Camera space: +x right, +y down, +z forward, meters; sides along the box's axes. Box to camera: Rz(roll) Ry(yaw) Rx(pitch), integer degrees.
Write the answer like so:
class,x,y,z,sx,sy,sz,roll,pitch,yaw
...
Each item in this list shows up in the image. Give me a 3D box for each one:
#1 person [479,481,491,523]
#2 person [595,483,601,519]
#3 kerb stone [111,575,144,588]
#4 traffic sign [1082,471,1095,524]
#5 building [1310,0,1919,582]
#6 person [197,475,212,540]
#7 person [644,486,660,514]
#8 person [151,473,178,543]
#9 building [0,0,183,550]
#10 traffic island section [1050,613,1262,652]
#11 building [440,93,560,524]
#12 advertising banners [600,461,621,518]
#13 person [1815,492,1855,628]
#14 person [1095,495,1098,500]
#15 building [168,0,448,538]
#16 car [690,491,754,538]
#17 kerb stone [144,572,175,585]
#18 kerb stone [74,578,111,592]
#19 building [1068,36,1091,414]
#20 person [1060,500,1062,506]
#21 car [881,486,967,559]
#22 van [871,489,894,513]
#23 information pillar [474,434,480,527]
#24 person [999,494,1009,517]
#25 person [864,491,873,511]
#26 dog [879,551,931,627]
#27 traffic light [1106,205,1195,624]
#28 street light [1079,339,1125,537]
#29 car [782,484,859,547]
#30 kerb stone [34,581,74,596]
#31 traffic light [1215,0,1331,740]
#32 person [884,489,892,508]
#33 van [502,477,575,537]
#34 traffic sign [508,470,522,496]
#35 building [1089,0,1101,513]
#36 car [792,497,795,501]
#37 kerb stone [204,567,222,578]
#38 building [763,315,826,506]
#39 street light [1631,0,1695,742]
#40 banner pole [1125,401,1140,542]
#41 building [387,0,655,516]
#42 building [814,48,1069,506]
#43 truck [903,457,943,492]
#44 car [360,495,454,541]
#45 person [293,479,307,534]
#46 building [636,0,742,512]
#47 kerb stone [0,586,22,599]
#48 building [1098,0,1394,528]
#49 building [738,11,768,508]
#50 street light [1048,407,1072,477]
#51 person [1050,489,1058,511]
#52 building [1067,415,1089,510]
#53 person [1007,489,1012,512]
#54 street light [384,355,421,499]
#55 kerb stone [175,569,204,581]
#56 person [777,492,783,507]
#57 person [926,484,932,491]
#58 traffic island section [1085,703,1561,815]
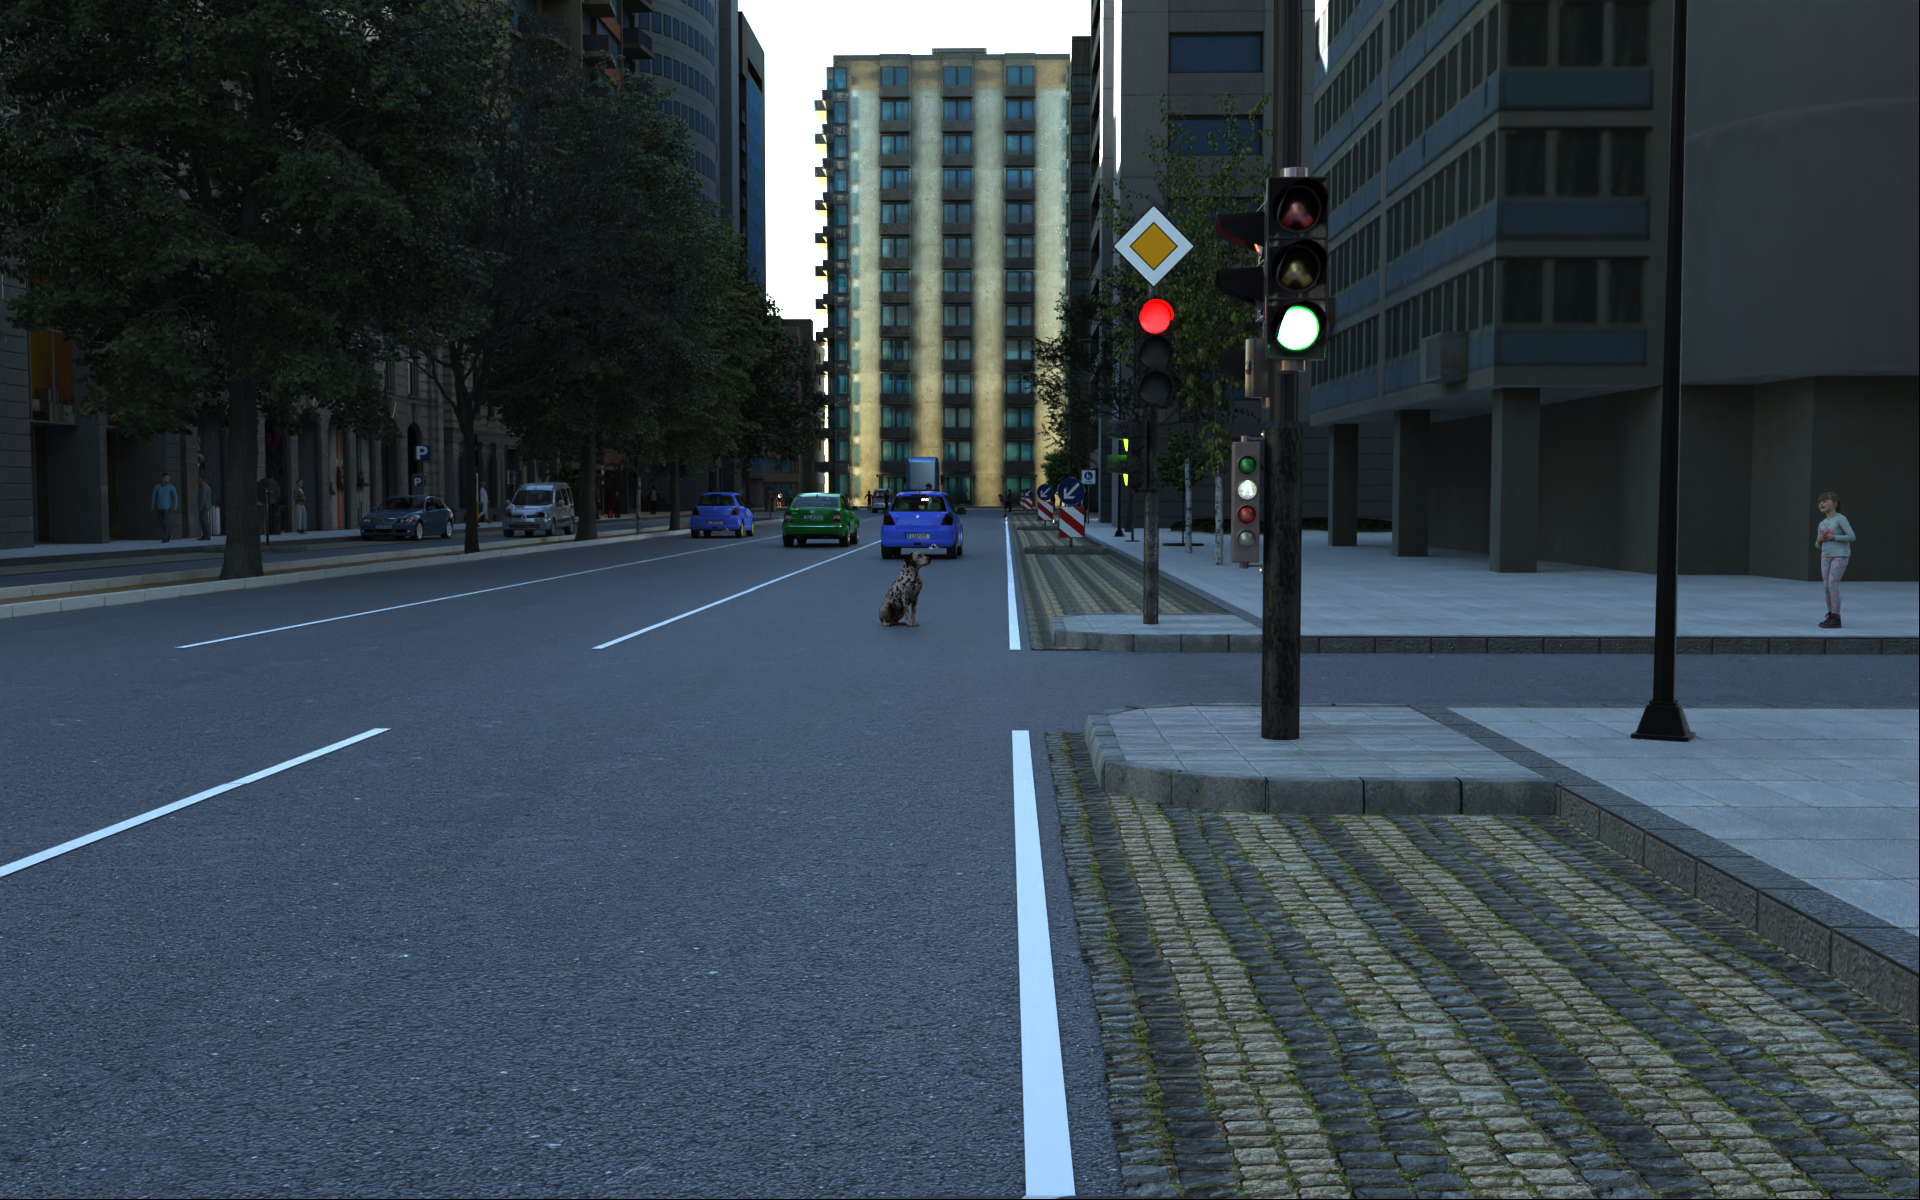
class,x,y,z,sx,sy,sz,roll,pitch,yaw
person,-20.830,-4.258,75.542,0.818,1.842,0.514,-2,4,-28
person,-18.752,-5.102,89.375,0.656,1.842,0.836,2,4,26
kerb stone,-12.951,-0.278,26.754,0.120,0.150,1.000,0,4,1
traffic sign,5.474,-4.384,73.814,0.606,2.300,0.079,0,4,7
building,20.138,-20.831,32.467,23.993,40.220,32.217,0,4,1
person,-20.983,-2.566,48.089,0.391,1.810,0.635,-2,4,-27
person,-19.379,-6.308,109.266,0.705,1.812,1.348,2,4,33
person,-20.873,-2.426,45.575,0.638,1.841,0.748,0,4,6
building,-27.761,-15.662,33.560,11.434,29.767,29.804,0,4,1
traffic island section,1.908,0.315,17.129,2.009,0.180,2.903,0,4,1
building,-26.051,-14.272,82.491,9.793,20.994,18.267,0,4,1
advertising banners,-18.542,-5.848,91.805,0.090,3.025,2.074,1,4,19
person,8.384,-0.387,16.654,0.394,1.301,0.425,-2,4,-33
person,8.242,-5.610,97.774,1.348,1.824,0.705,-1,4,-9
building,-27.901,-13.416,61.150,13.314,21.916,24.055,0,4,1
car,-7.879,-2.941,57.678,1.945,1.707,3.694,0,4,1
kerb stone,-12.928,-0.340,27.776,0.120,0.150,1.000,0,4,1
kerb stone,-12.975,-0.216,25.727,0.120,0.150,1.000,0,4,1
building,16.899,-29.047,158.521,14.154,41.232,14.086,0,4,1
person,9.848,-9.939,168.181,0.705,1.869,1.348,0,4,-2
car,-0.834,-1.831,39.534,1.945,1.707,3.694,0,4,3
van,-5.794,-7.640,131.922,2.013,2.044,4.112,0,4,1
information pillar,-18.828,-4.635,67.129,0.183,3.616,0.504,1,4,14
person,2.727,-5.889,108.011,0.697,1.427,0.421,-2,4,-25
person,-7.835,-8.641,150.604,1.217,1.723,0.721,2,4,34
dog,-0.644,-0.129,18.947,0.513,0.831,0.800,-1,4,-13
traffic light,1.868,-1.718,17.016,0.839,4.253,0.868,0,4,1
street light,4.266,-4.862,52.039,1.470,5.913,1.316,0,4,1
car,-3.848,-2.416,48.305,1.959,1.807,4.718,0,4,2
kerb stone,-13.006,-0.154,24.705,0.120,0.150,1.000,0,4,1
traffic light,-0.431,-2.097,8.946,4.771,5.953,1.251,0,4,1
person,-4.938,-6.736,119.077,0.568,1.767,0.683,0,4,-3
van,-14.329,-3.177,58.950,2.013,2.044,4.112,0,4,1
traffic sign,-18.612,-4.298,72.406,0.606,2.300,0.079,0,4,6
building,19.353,-29.658,108.605,21.300,48.544,21.600,0,4,1
car,-14.500,-8.931,158.602,1.945,1.354,3.894,0,4,2
kerb stone,-12.874,-0.466,29.820,0.120,0.150,1.000,0,4,1
building,-30.806,-21.253,192.529,28.899,21.520,27.650,0,4,1
street light,3.171,-2.229,8.982,1.470,5.913,1.316,0,4,1
banner pole,4.672,-3.450,46.430,0.401,3.779,0.863,0,4,-3
building,-31.245,-27.663,106.911,22.147,44.769,28.867,0,4,1
building,-0.097,-34.819,188.893,30.456,49.044,23.786,0,4,1
truck,-2.784,-7.936,119.517,2.967,4.110,18.799,0,4,1
car,-17.267,-2.585,54.262,2.014,1.417,4.499,0,4,2
person,-21.075,-2.984,55.384,0.362,1.759,0.519,0,4,5
building,-29.837,-36.291,135.352,21.231,58.520,28.212,0,4,1
kerb stone,-13.036,-0.091,23.684,0.120,0.150,1.000,0,4,1
building,16.774,-32.707,76.758,21.231,58.520,28.212,0,4,1
building,-25.900,-31.167,159.690,14.200,45.320,14.600,0,4,1
street light,5.374,-7.312,92.097,1.470,5.913,1.316,0,4,1
person,6.969,-7.546,130.131,1.217,1.735,0.721,-1,4,-10
building,20.176,-50.250,134.266,22.319,86.520,31.000,0,4,1
person,3.884,-7.794,136.022,0.705,1.812,1.348,1,4,20
street light,-18.720,-5.235,58.134,1.470,5.913,1.316,0,4,1
kerb stone,-12.899,-0.402,28.798,0.120,0.150,1.000,0,4,1
person,-17.471,-9.717,168.105,0.799,1.438,0.628,2,4,28
person,-0.957,-2.978,57.536,0.623,1.781,0.721,0,4,4
traffic island section,1.702,0.803,9.147,2.009,0.180,2.903,0,4,1
